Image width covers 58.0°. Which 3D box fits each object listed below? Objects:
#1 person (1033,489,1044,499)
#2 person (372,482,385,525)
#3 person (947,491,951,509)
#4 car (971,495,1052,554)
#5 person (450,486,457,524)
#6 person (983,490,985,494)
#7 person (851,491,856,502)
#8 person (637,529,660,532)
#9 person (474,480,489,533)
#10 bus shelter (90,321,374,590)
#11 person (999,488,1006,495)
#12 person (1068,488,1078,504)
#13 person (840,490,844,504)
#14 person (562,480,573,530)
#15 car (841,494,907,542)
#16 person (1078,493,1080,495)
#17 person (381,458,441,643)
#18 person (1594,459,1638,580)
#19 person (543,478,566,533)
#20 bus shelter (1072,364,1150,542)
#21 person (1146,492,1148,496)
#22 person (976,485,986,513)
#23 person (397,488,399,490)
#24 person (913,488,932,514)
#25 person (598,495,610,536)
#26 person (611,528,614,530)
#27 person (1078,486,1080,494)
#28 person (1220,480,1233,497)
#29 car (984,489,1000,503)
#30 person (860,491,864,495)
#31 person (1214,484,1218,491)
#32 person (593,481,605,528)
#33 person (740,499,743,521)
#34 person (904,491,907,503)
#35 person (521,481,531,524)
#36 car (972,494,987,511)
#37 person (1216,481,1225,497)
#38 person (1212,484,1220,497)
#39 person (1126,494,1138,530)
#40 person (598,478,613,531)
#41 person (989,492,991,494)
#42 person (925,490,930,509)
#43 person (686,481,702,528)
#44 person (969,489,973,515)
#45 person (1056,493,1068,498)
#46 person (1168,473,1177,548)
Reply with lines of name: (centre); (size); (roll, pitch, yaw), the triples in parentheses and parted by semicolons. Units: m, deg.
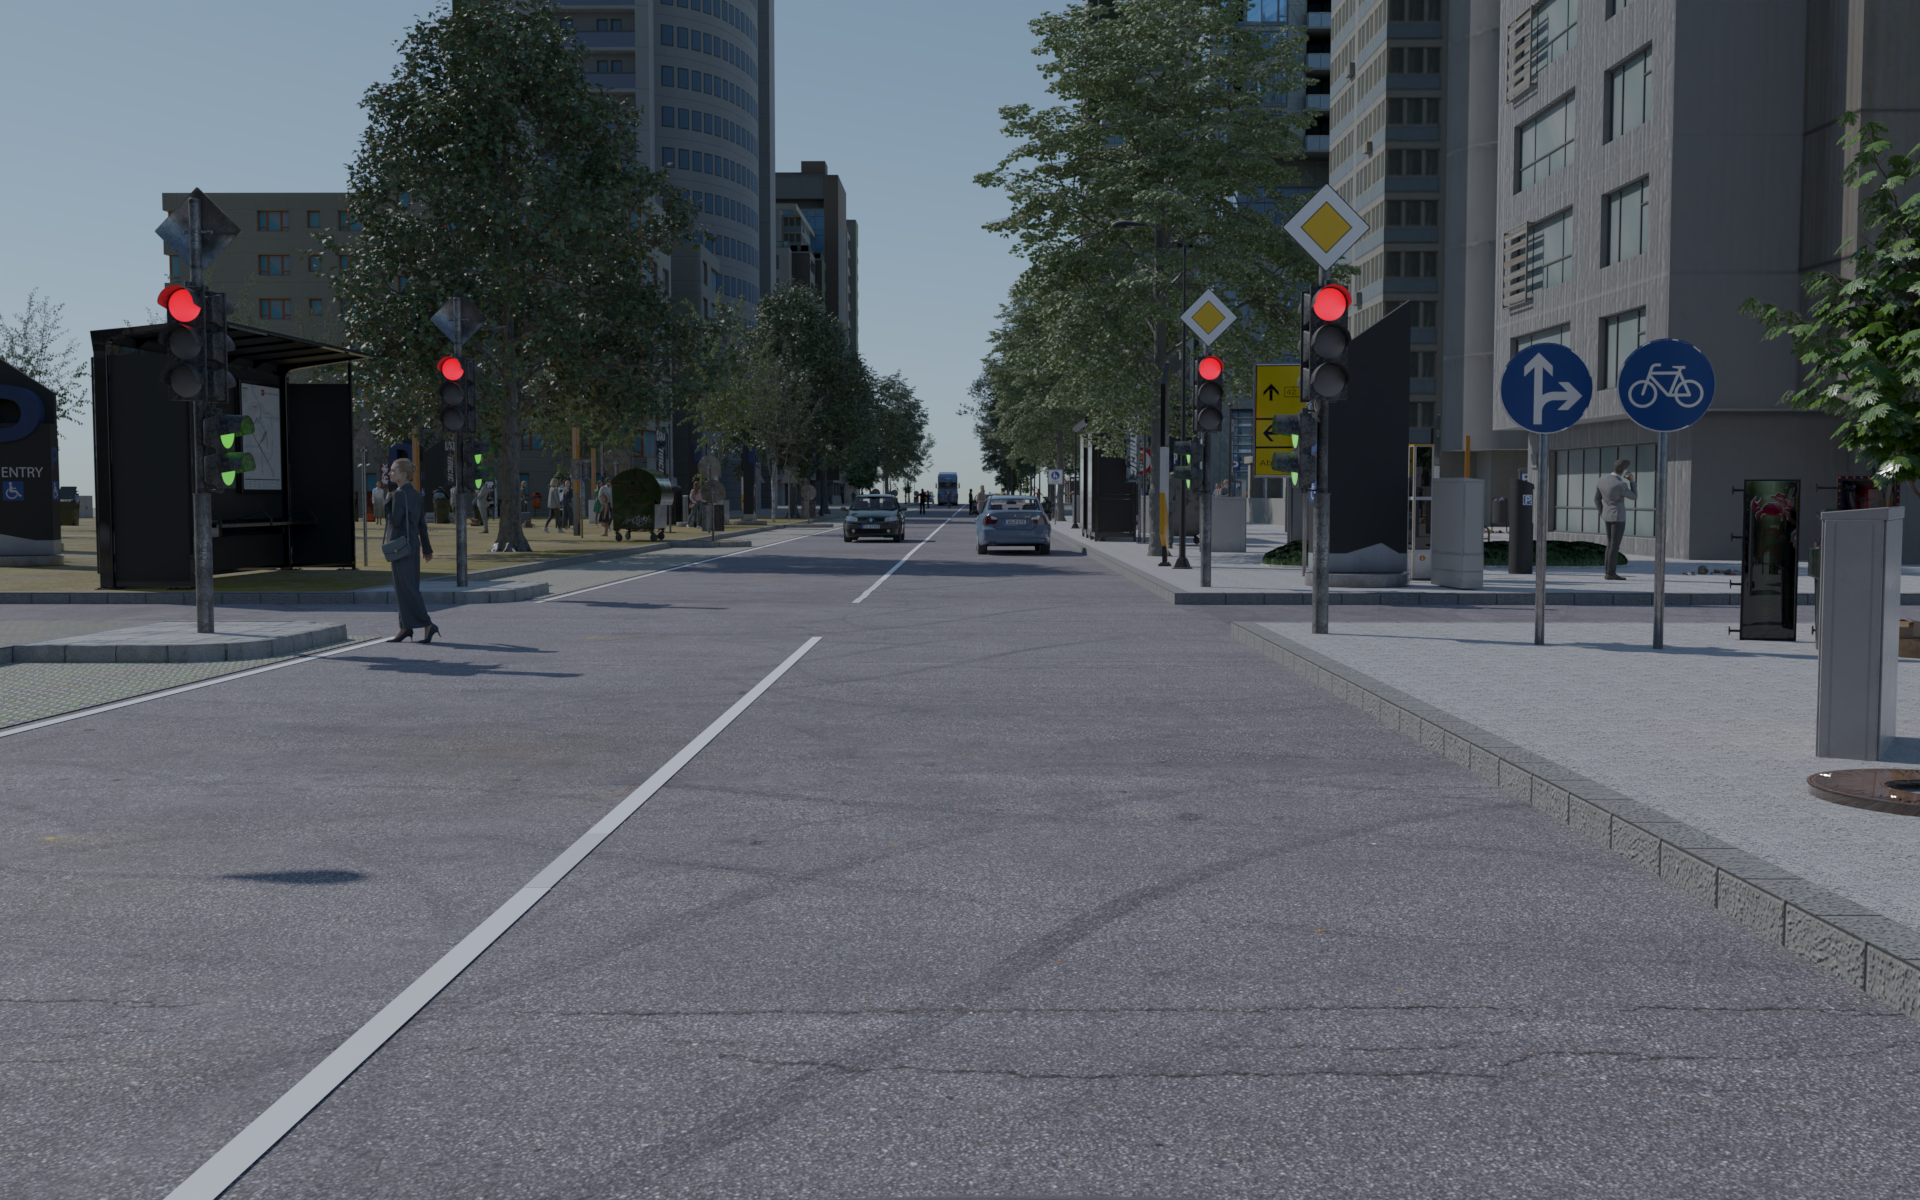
person: (6.510, -8.464, 145.155); (1.217, 1.743, 0.721); (1, 4, 23)
person: (-24.064, -3.999, 71.647); (0.478, 1.798, 0.641); (-1, 4, -19)
person: (-1.046, -9.599, 166.361); (0.541, 1.710, 0.530); (-2, 4, -33)
car: (1.272, -1.858, 42.381); (2.014, 1.417, 4.499); (0, 4, 0)
person: (-21.395, -4.117, 73.483); (0.709, 1.813, 0.853); (1, 4, 21)
person: (2.098, -8.704, 150.743); (0.705, 1.831, 1.348); (3, 5, 41)
person: (-14.765, -14.334, 240.954); (0.990, 1.755, 0.434); (-3, 4, -36)
person: (-10.477, -3.181, 58.138); (0.778, 1.811, 0.616); (-1, 4, -23)
person: (-15.661, -3.084, 56.642); (0.466, 1.800, 0.511); (-2, 4, -29)
bus shelter: (-10.762, -2.136, 26.214); (1.731, 3.624, 6.357); (0, 4, 1)
person: (2.612, -5.835, 104.003); (0.705, 1.812, 1.348); (-3, 4, -38)
person: (10.398, -9.279, 157.760); (1.348, 1.823, 0.705); (2, 4, 30)
person: (-14.930, -12.991, 218.890); (0.568, 1.767, 0.683); (0, 4, -4)
person: (-14.160, -3.433, 62.598); (0.576, 1.772, 0.534); (1, 4, 10)
car: (-2.589, -2.625, 52.700); (2.009, 1.686, 4.222); (0, 4, 1)
person: (8.238, -6.638, 115.106); (0.750, 1.759, 0.617); (-2, 4, -29)
person: (-5.296, -0.477, 16.715); (0.534, 1.772, 0.576); (-1, 4, -16)
person: (9.792, -1.202, 25.873); (0.473, 1.802, 0.592); (-1, 4, -10)
person: (-13.470, -3.127, 57.357); (0.728, 1.800, 0.709); (-2, 4, -27)
bus shelter: (4.465, -4.471, 50.732); (2.179, 5.291, 8.768); (0, 4, 1)
person: (13.160, -7.131, 123.164); (0.617, 1.759, 0.750); (-1, 4, -8)
person: (0.847, -3.579, 67.356); (0.374, 1.781, 0.599); (2, 4, 30)
person: (-17.183, -2.881, 53.627); (0.782, 1.767, 0.515); (2, 4, 24)
person: (-2.659, -6.969, 122.404); (1.348, 1.831, 0.705); (0, 4, -5)
person: (-10.791, -2.556, 52.496); (0.373, 1.253, 0.362); (-1, 4, -22)
person: (-12.236, -3.427, 61.948); (0.514, 1.842, 0.818); (-3, 5, -42)
person: (8.228, -6.850, 118.050); (0.705, 1.823, 1.348); (1, 4, 15)
person: (9.612, -3.410, 61.967); (0.661, 1.801, 0.590); (-2, 4, -34)
car: (2.522, -6.936, 122.439); (2.155, 1.783, 4.494); (0, 4, -1)
person: (-12.082, -12.568, 211.390); (0.599, 1.838, 0.709); (-2, 4, -29)
person: (12.078, -4.567, 81.207); (0.782, 1.767, 0.515); (3, 4, 36)
person: (-13.791, -3.675, 66.373); (0.529, 1.795, 0.600); (3, 5, 45)
person: (-9.811, -4.433, 78.804); (0.573, 1.790, 0.520); (-1, 4, -9)
person: (-7.491, -14.106, 237.350); (0.721, 1.739, 1.217); (-1, 4, -13)
person: (-17.304, -3.811, 68.576); (0.699, 1.804, 1.509); (-1, 4, -9)
car: (1.797, -7.122, 128.243); (2.131, 1.459, 4.920); (0, 4, 2)
person: (11.046, -4.092, 73.034); (0.616, 1.811, 0.778); (1, 4, 16)
person: (11.187, -4.223, 75.755); (0.731, 1.740, 0.598); (0, 4, 5)
person: (5.931, -3.368, 60.962); (0.795, 1.843, 0.661); (0, 4, -1)
person: (-12.155, -3.294, 59.739); (0.661, 1.843, 0.795); (-2, 4, -28)
person: (3.755, -12.851, 219.416); (0.445, 1.727, 0.742); (0, 4, 4)
person: (-3.133, -9.724, 167.515); (0.705, 1.821, 1.348); (1, 4, 18)
person: (-9.909, -3.551, 64.684); (0.643, 1.750, 0.593); (3, 5, 41)
person: (0.773, -6.754, 119.069); (0.705, 1.807, 1.348); (0, 3, 0)
person: (9.778, -9.823, 166.618); (1.348, 1.831, 0.705); (2, 4, 26)
person: (4.802, -2.125, 40.968); (0.661, 1.801, 0.590); (-2, 4, -34)
